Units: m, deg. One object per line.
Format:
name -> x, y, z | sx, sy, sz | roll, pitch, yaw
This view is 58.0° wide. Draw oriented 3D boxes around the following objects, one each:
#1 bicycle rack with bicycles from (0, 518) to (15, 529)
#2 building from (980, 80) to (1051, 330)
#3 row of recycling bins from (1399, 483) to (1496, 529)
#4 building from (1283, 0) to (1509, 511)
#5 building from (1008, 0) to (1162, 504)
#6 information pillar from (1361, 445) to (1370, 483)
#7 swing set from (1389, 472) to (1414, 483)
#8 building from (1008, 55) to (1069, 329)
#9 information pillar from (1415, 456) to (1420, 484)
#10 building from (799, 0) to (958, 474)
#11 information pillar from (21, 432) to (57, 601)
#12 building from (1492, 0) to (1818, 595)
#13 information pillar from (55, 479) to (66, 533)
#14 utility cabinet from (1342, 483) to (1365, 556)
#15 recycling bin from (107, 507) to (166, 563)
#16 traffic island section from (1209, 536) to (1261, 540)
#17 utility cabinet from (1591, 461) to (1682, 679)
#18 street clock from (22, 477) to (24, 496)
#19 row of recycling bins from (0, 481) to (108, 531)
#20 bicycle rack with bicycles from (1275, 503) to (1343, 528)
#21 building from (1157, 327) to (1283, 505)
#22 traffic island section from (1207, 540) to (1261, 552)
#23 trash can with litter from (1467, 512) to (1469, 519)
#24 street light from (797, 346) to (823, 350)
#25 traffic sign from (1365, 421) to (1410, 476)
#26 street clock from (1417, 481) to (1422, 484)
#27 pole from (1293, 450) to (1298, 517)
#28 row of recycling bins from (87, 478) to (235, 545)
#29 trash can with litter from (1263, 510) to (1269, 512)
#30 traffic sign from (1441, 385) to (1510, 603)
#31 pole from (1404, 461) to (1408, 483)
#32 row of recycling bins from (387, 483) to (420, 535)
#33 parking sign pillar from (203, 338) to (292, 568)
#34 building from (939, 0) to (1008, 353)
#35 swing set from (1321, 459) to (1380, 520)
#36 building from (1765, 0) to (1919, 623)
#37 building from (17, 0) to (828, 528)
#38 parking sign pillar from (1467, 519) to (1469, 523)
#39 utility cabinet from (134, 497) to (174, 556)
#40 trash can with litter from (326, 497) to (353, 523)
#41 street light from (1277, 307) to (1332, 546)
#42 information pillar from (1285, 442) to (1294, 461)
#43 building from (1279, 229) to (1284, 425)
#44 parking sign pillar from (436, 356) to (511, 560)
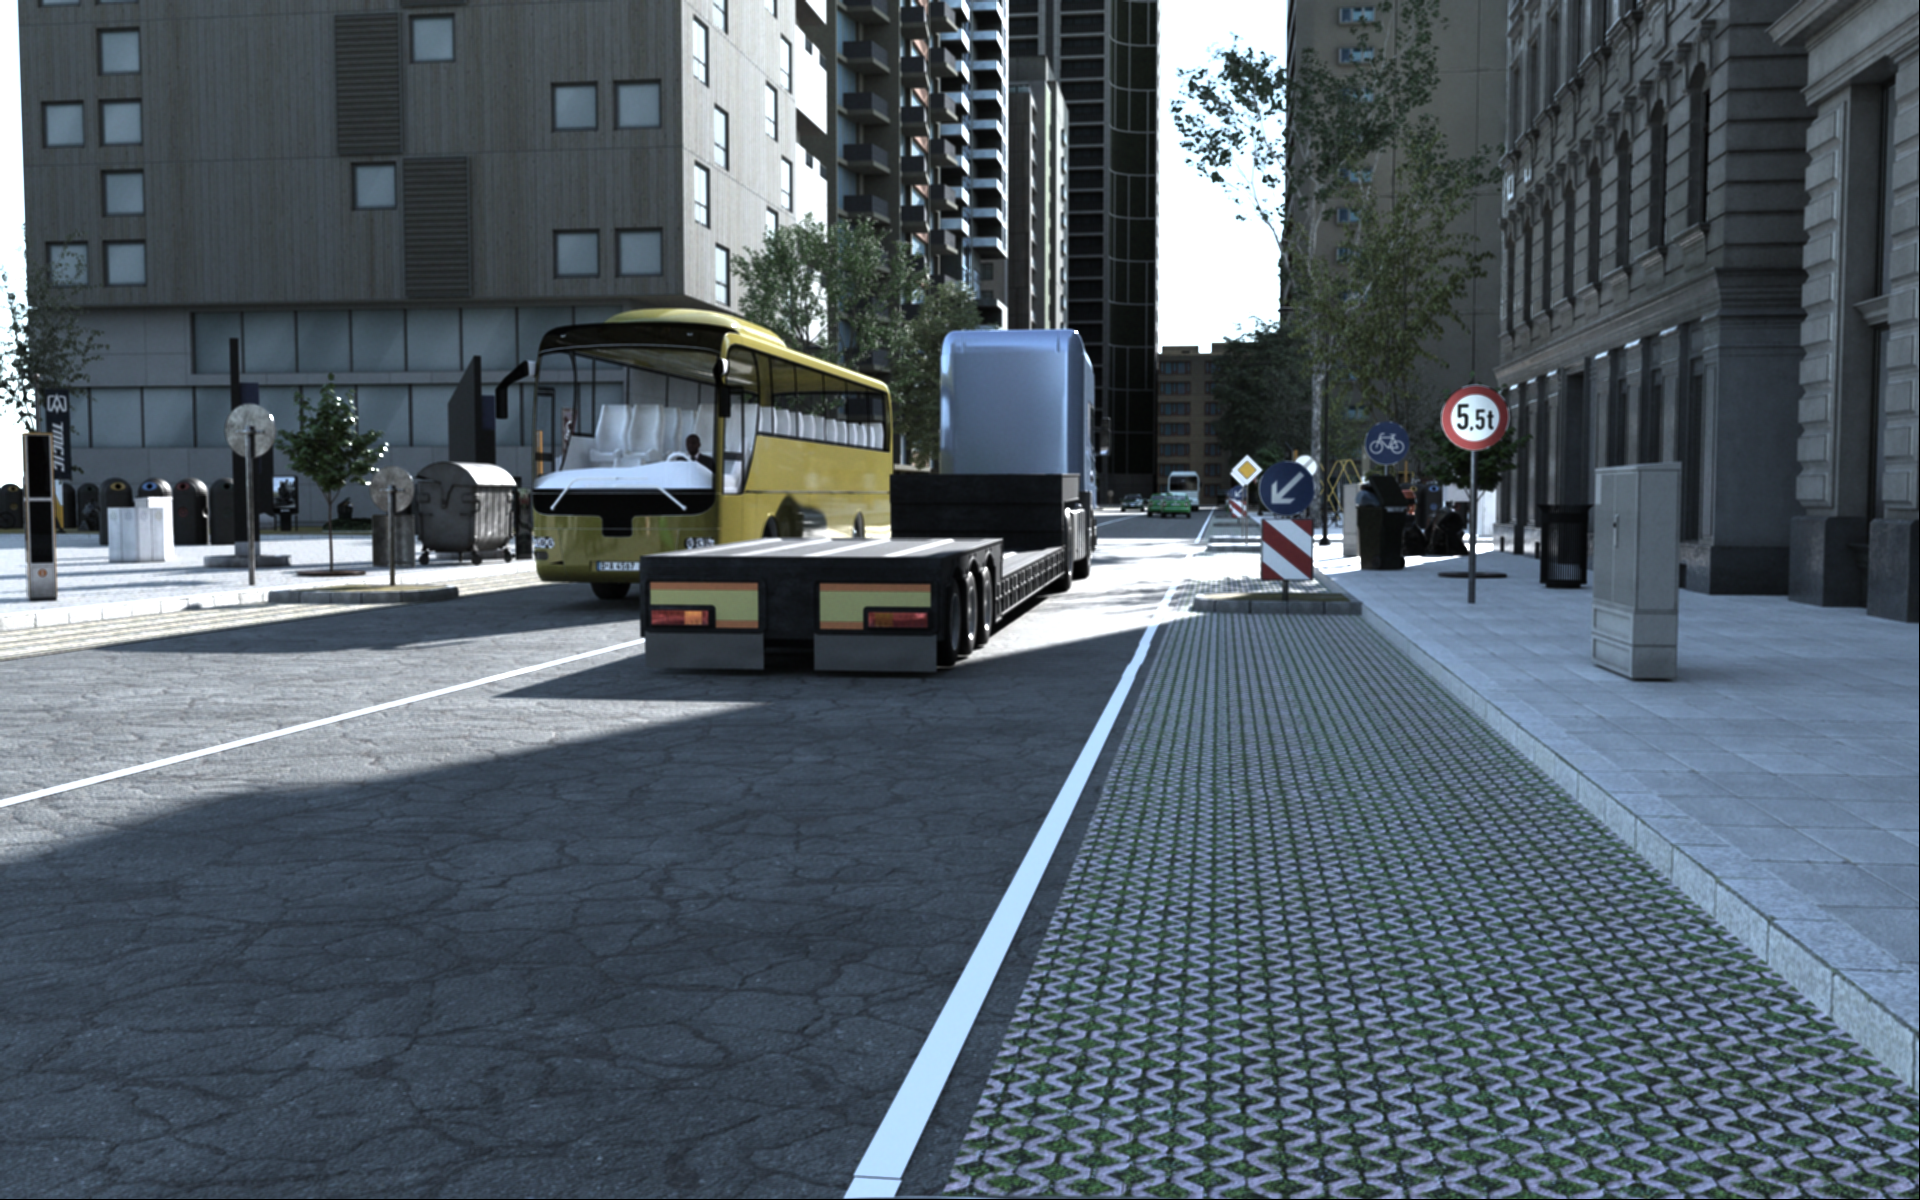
bicycle rack with bicycles -> -35.981, -2.991, 62.285 | 2.925, 0.926, 2.852 | 0, 4, -7
building -> 1.035, -29.583, 167.281 | 14.154, 41.232, 14.086 | 1, 4, 9
row of recycling bins -> 17.669, -3.438, 63.326 | 3.534, 1.692, 1.069 | 0, 4, 4
building -> 37.701, -31.678, 141.645 | 21.300, 48.544, 21.600 | 1, 4, 9
building -> 15.073, -47.991, 222.901 | 20.611, 71.187, 20.563 | 1, 4, 9
information pillar -> 19.224, -5.557, 82.210 | 0.504, 3.616, 0.183 | -2, 4, -28
swing set -> 30.832, -7.672, 123.050 | 3.119, 2.851, 2.862 | 1, 4, 10
building -> 0.476, -34.667, 190.503 | 21.600, 48.544, 21.300 | 1, 4, 9
information pillar -> 26.503, -6.666, 100.343 | 0.183, 3.616, 0.504 | -1, 4, -10
building -> -12.178, -28.044, 113.136 | 22.147, 44.769, 28.867 | 1, 4, 9
information pillar -> -11.089, -1.001, 20.862 | 0.304, 2.012, 0.304 | -2, 4, -33
building -> 15.500, -11.032, 29.518 | 9.793, 20.994, 18.267 | 1, 4, 9
information pillar -> -29.530, -3.999, 56.740 | 0.183, 3.616, 0.504 | -3, 5, -44
utility cabinet -> 8.119, -1.649, 35.648 | 0.318, 1.500, 1.173 | 1, 4, 22
recycling bin -> -15.520, -1.229, 32.653 | 0.722, 1.027, 0.722 | 1, 4, 20
traffic island section -> 8.447, -1.796, 51.650 | 2.009, 0.180, 2.903 | 1, 4, 9
utility cabinet -> 4.800, -0.225, 12.364 | 0.318, 1.500, 1.173 | 0, 4, 7
street clock -> -39.109, -4.155, 72.510 | 0.358, 2.002, 0.471 | -2, 4, -30
row of recycling bins -> -34.184, -3.545, 65.066 | 3.534, 1.692, 1.069 | -1, 4, -11
bicycle rack with bicycles -> 13.528, -3.268, 66.810 | 2.925, 0.926, 2.852 | -1, 4, -11
building -> 40.602, -23.193, 224.241 | 28.899, 21.520, 27.650 | 1, 4, 9
traffic island section -> 7.257, -1.313, 43.754 | 2.009, 0.180, 2.903 | 1, 4, 9
trash can with litter -> 27.598, -4.841, 90.202 | 2.233, 1.210, 1.678 | 1, 4, 14
street light -> -4.981, -5.006, 54.386 | 1.470, 5.913, 1.316 | 1, 4, 9
traffic sign -> 7.490, -1.854, 30.424 | 0.768, 2.556, 0.104 | 1, 4, 18
street clock -> 25.826, -5.677, 97.394 | 0.358, 2.002, 0.471 | 0, 4, 4
pole -> 15.450, -5.259, 79.829 | 0.158, 3.312, 0.155 | 0, 3, 0
row of recycling bins -> -20.059, -2.259, 44.050 | 3.534, 1.692, 1.069 | 0, 4, -5
trash can with litter -> 22.464, -6.987, 125.626 | 1.055, 1.170, 0.624 | 1, 4, 13
traffic sign -> 6.012, -1.234, 20.274 | 0.768, 2.556, 0.104 | 1, 4, 13
pole -> 27.321, -6.873, 106.217 | 0.158, 3.312, 0.155 | 0, 3, 0
row of recycling bins -> -16.494, -2.924, 54.912 | 3.534, 1.692, 1.069 | 0, 4, 8
parking sign pillar -> -12.656, -2.581, 30.664 | 1.447, 3.967, 1.447 | -1, 4, -22
building -> -6.609, -50.864, 144.292 | 22.319, 86.520, 31.000 | 1, 4, 9
swing set -> 17.601, -5.014, 79.594 | 2.862, 2.851, 3.119 | 0, 4, 3
building -> 13.334, -11.097, 10.318 | 11.050, 23.489, 19.941 | 1, 4, 9
building -> -21.524, -29.880, 77.776 | 28.713, 52.752, 27.495 | 1, 4, 9
parking sign pillar -> 22.987, -5.354, 76.004 | 1.447, 3.967, 1.447 | -2, 4, -30
utility cabinet -> -16.660, -1.507, 35.803 | 0.306, 1.237, 1.020 | 0, 4, 3
trash can with litter -> -22.907, -3.205, 63.796 | 1.055, 1.170, 0.624 | -1, 4, -23
street light -> 8.580, -4.320, 43.170 | 1.470, 5.913, 1.316 | 1, 4, 9
information pillar -> 14.846, -5.311, 78.196 | 0.183, 3.616, 0.504 | -2, 4, -30
building -> 41.846, -25.519, 188.941 | 14.160, 30.474, 14.107 | 1, 4, 9
parking sign pillar -> -9.699, -2.810, 34.412 | 1.447, 3.967, 1.447 | -3, 5, -39
